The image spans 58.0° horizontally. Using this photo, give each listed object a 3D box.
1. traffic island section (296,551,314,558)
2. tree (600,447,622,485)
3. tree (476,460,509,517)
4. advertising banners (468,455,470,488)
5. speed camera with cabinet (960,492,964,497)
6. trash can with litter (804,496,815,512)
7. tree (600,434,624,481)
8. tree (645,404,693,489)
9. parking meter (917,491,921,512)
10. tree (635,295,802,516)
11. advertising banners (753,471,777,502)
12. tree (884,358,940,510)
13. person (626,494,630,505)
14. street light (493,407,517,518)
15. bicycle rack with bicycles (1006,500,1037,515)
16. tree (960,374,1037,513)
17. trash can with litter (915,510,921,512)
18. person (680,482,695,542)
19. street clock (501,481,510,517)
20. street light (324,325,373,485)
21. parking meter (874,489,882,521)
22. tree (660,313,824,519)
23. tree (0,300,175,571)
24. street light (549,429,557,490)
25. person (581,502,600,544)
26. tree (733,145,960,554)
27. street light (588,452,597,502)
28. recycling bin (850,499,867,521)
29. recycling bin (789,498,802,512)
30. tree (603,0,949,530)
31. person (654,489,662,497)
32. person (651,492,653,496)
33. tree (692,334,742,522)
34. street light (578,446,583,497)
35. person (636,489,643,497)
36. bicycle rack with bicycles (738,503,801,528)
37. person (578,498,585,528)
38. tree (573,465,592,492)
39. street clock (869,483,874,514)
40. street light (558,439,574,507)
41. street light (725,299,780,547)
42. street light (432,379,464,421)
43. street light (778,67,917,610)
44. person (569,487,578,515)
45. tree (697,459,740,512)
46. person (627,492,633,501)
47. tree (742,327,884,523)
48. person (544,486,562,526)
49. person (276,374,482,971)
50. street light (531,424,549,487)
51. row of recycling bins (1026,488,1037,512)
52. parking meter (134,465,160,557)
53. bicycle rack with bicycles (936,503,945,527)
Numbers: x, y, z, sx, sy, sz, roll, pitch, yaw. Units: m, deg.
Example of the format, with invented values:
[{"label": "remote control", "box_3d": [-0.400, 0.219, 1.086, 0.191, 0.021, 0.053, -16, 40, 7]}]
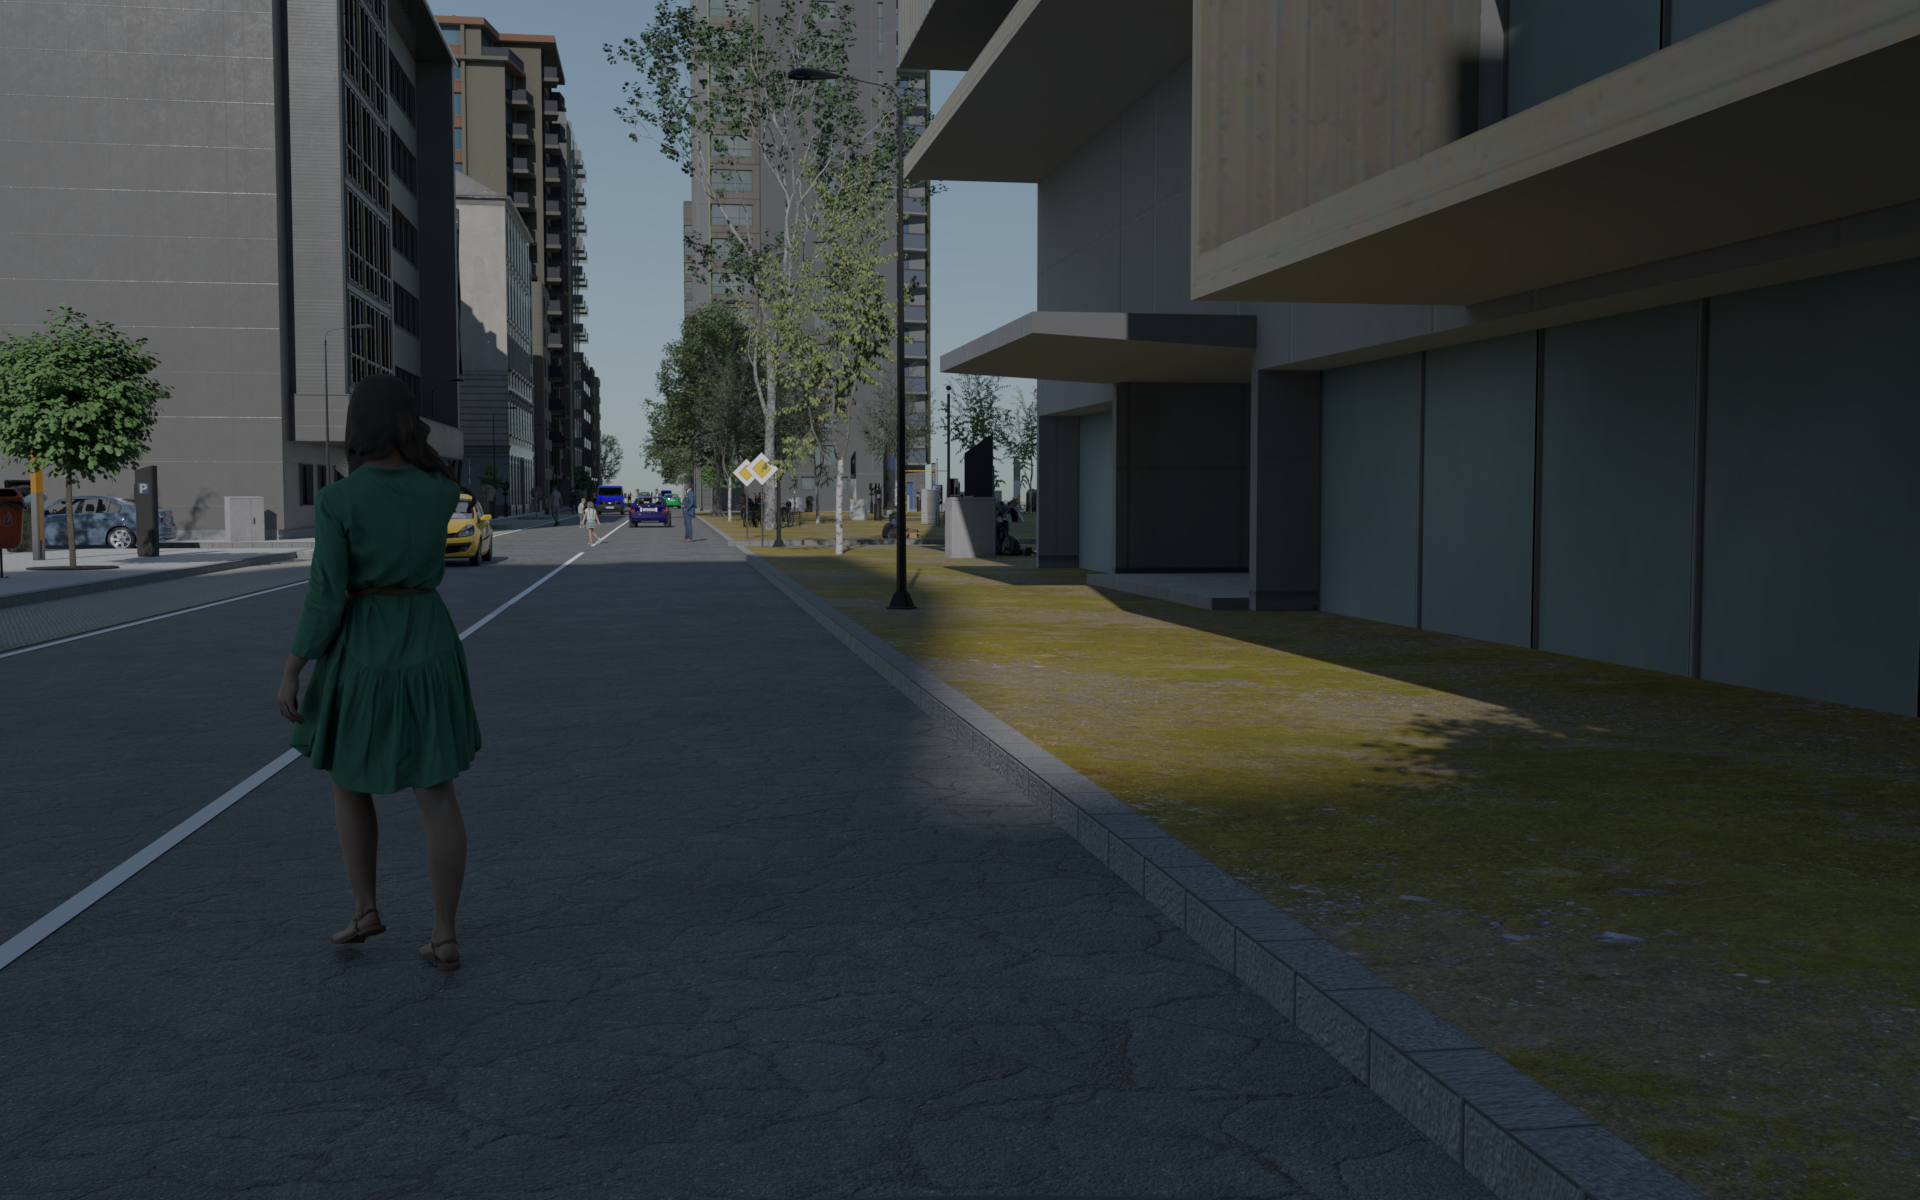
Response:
[{"label": "traffic island section", "box_3d": [-14.042, -1.090, 40.106, 2.009, 0.180, 2.903, -1, 4, -10]}, {"label": "tree", "box_3d": [-54.542, -19.377, 267.171, 4.737, 8.622, 4.395, 0, 3, 0]}, {"label": "tree", "box_3d": [-26.889, -6.377, 98.872, 1.663, 3.219, 1.824, 0, 3, 0]}, {"label": "advertising banners", "box_3d": [-21.739, -4.926, 76.725, 0.090, 3.025, 2.074, -1, 4, -16]}, {"label": "speed camera with cabinet", "box_3d": [0.360, -7.209, 112.197, 2.038, 3.252, 0.660, -1, 4, -22]}, {"label": "trash can with litter", "box_3d": [-10.582, -6.740, 121.584, 0.624, 1.170, 1.055, 1, 4, 10]}, {"label": "tree", "box_3d": [-57.687, -21.573, 278.467, 9.928, 11.665, 9.643, 0, 3, 0]}, {"label": "tree", "box_3d": [-32.446, -18.382, 207.195, 9.857, 13.997, 8.962, 0, 3, 0]}, {"label": "parking meter", "box_3d": [-2.962, -7.184, 125.861, 0.372, 1.533, 0.369, 0, 3, 0]}, {"label": "tree", "box_3d": [-13.999, -11.205, 100.202, 9.611, 12.733, 9.660, 0, 3, 0]}, {"label": "advertising banners", "box_3d": [-13.667, -7.733, 122.620, 2.074, 3.025, 0.090, 1, 4, 18]}, {"label": "tree", "box_3d": [-3.250, -8.823, 94.618, 4.360, 8.622, 3.978, 0, 3, 0]}, {"label": "person", "box_3d": [-44.376, -13.448, 231.636, 0.557, 1.426, 1.065, 1, 4, 14]}, {"label": "street light", "box_3d": [-24.226, -7.316, 92.165, 1.470, 5.913, 1.316, -1, 4, -10]}, {"label": "bicycle rack with bicycles", "box_3d": [3.320, -5.794, 108.119, 2.852, 0.926, 2.925, -2, 4, -35]}, {"label": "tree", "box_3d": [0.971, -8.441, 88.374, 4.737, 8.622, 4.395, 0, 3, 0]}, {"label": "trash can with litter", "box_3d": [-2.342, -6.925, 124.285, 1.678, 1.210, 2.233, -3, 5, -41]}, {"label": "person", "box_3d": [-8.126, -2.639, 51.833, 0.419, 1.800, 0.721, -1, 4, -21]}, {"label": "street clock", "box_3d": [-25.289, -5.614, 96.363, 0.471, 2.002, 0.358, 3, 4, 38]}, {"label": "street light", "box_3d": [-16.782, -4.584, 47.497, 1.470, 5.913, 1.316, -1, 4, -10]}, {"label": "parking meter", "box_3d": [-3.952, -4.578, 83.261, 0.372, 1.533, 0.369, 0, 3, 0]}, {"label": "tree", "box_3d": [-11.116, -9.444, 88.818, 8.767, 10.594, 7.601, -1, 4, -9]}, {"label": "tree", "box_3d": [-15.175, -2.809, 29.642, 4.285, 4.588, 4.351, 0, 3, 0]}, {"label": "street light", "box_3d": [-29.598, -9.219, 123.272, 1.470, 5.913, 1.316, -1, 4, -10]}, {"label": "person", "box_3d": [-10.512, -2.188, 49.293, 0.505, 1.210, 0.382, -3, 5, -43]}, {"label": "tree", "box_3d": [-2.669, -5.301, 37.027, 4.737, 8.622, 4.395, 0, 3, 0]}, {"label": "street light", "box_3d": [-40.898, -13.307, 190.115, 1.470, 5.913, 1.316, -1, 4, -10]}, {"label": "recycling bin", "box_3d": [-4.920, -4.371, 84.013, 0.722, 1.027, 0.722, 1, 4, 9]}, {"label": "recycling bin", "box_3d": [-11.795, -6.818, 124.033, 0.722, 1.027, 0.722, 1, 4, 20]}, {"label": "tree", "box_3d": [-5.560, -12.644, 62.624, 12.611, 20.169, 13.585, 0, 3, 0]}, {"label": "person", "box_3d": [-20.015, -6.481, 114.816, 0.623, 1.781, 0.721, 0, 4, 5]}, {"label": "person", "box_3d": [-45.797, -15.150, 256.925, 0.721, 1.743, 1.217, 0, 4, -1]}, {"label": "tree", "box_3d": [-10.614, -7.964, 80.578, 4.360, 8.622, 3.978, 0, 3, 0]}, {"label": "street light", "box_3d": [-37.208, -11.948, 167.885, 1.470, 5.913, 1.316, -1, 4, -10]}, {"label": "person", "box_3d": [-21.831, -6.661, 117.762, 0.721, 1.781, 0.623, -2, 4, -32]}, {"label": "bicycle rack with bicycles", "box_3d": [-7.441, -3.280, 67.005, 2.852, 0.926, 2.925, 1, 4, 10]}, {"label": "person", "box_3d": [-16.007, -3.679, 73.342, 0.352, 1.250, 0.332, 0, 4, 8]}, {"label": "tree", "box_3d": [-43.349, -13.045, 196.991, 4.285, 4.588, 4.351, 0, 3, 0]}, {"label": "street clock", "box_3d": [-5.810, -6.681, 113.803, 0.358, 2.002, 0.471, 1, 4, 13]}, {"label": "street light", "box_3d": [-33.360, -10.578, 145.490, 1.470, 5.913, 1.316, -1, 4, -10]}, {"label": "street light", "box_3d": [-4.903, -4.219, 41.517, 1.470, 5.913, 1.316, -1, 4, -10]}, {"label": "street light", "box_3d": [-20.620, -5.943, 69.702, 1.470, 5.913, 1.316, -1, 4, -10]}, {"label": "street light", "box_3d": [-1.190, -2.849, 19.127, 1.470, 5.913, 1.316, -1, 4, -10]}, {"label": "person", "box_3d": [-26.838, -6.878, 120.312, 0.648, 1.900, 0.474, 0, 4, 1]}, {"label": "tree", "box_3d": [-17.436, -8.699, 125.934, 4.285, 4.588, 4.351, 0, 3, 0]}, {"label": "person", "box_3d": [-50.290, -15.577, 263.898, 0.721, 1.735, 1.217, 2, 4, 32]}, {"label": "tree", "box_3d": [-6.397, -7.644, 75.348, 4.360, 8.622, 3.978, 0, 3, 0]}, {"label": "person", "box_3d": [-18.251, -4.241, 77.955, 0.853, 1.813, 0.709, 2, 4, 32]}, {"label": "person", "box_3d": [-1.742, 0.211, 5.297, 0.529, 1.795, 0.600, 3, 5, 40]}, {"label": "street light", "box_3d": [-28.124, -8.674, 114.360, 1.470, 5.913, 1.316, -1, 4, -10]}, {"label": "row of recycling bins", "box_3d": [5.864, -7.234, 125.389, 1.069, 1.692, 3.534, -2, 4, -26]}, {"label": "parking meter", "box_3d": [-16.655, -1.820, 35.461, 0.399, 1.863, 0.255, 0, 4, 4]}, {"label": "bicycle rack with bicycles", "box_3d": [0.113, -3.392, 68.845, 2.852, 0.926, 2.925, 0, 4, -3]}]
